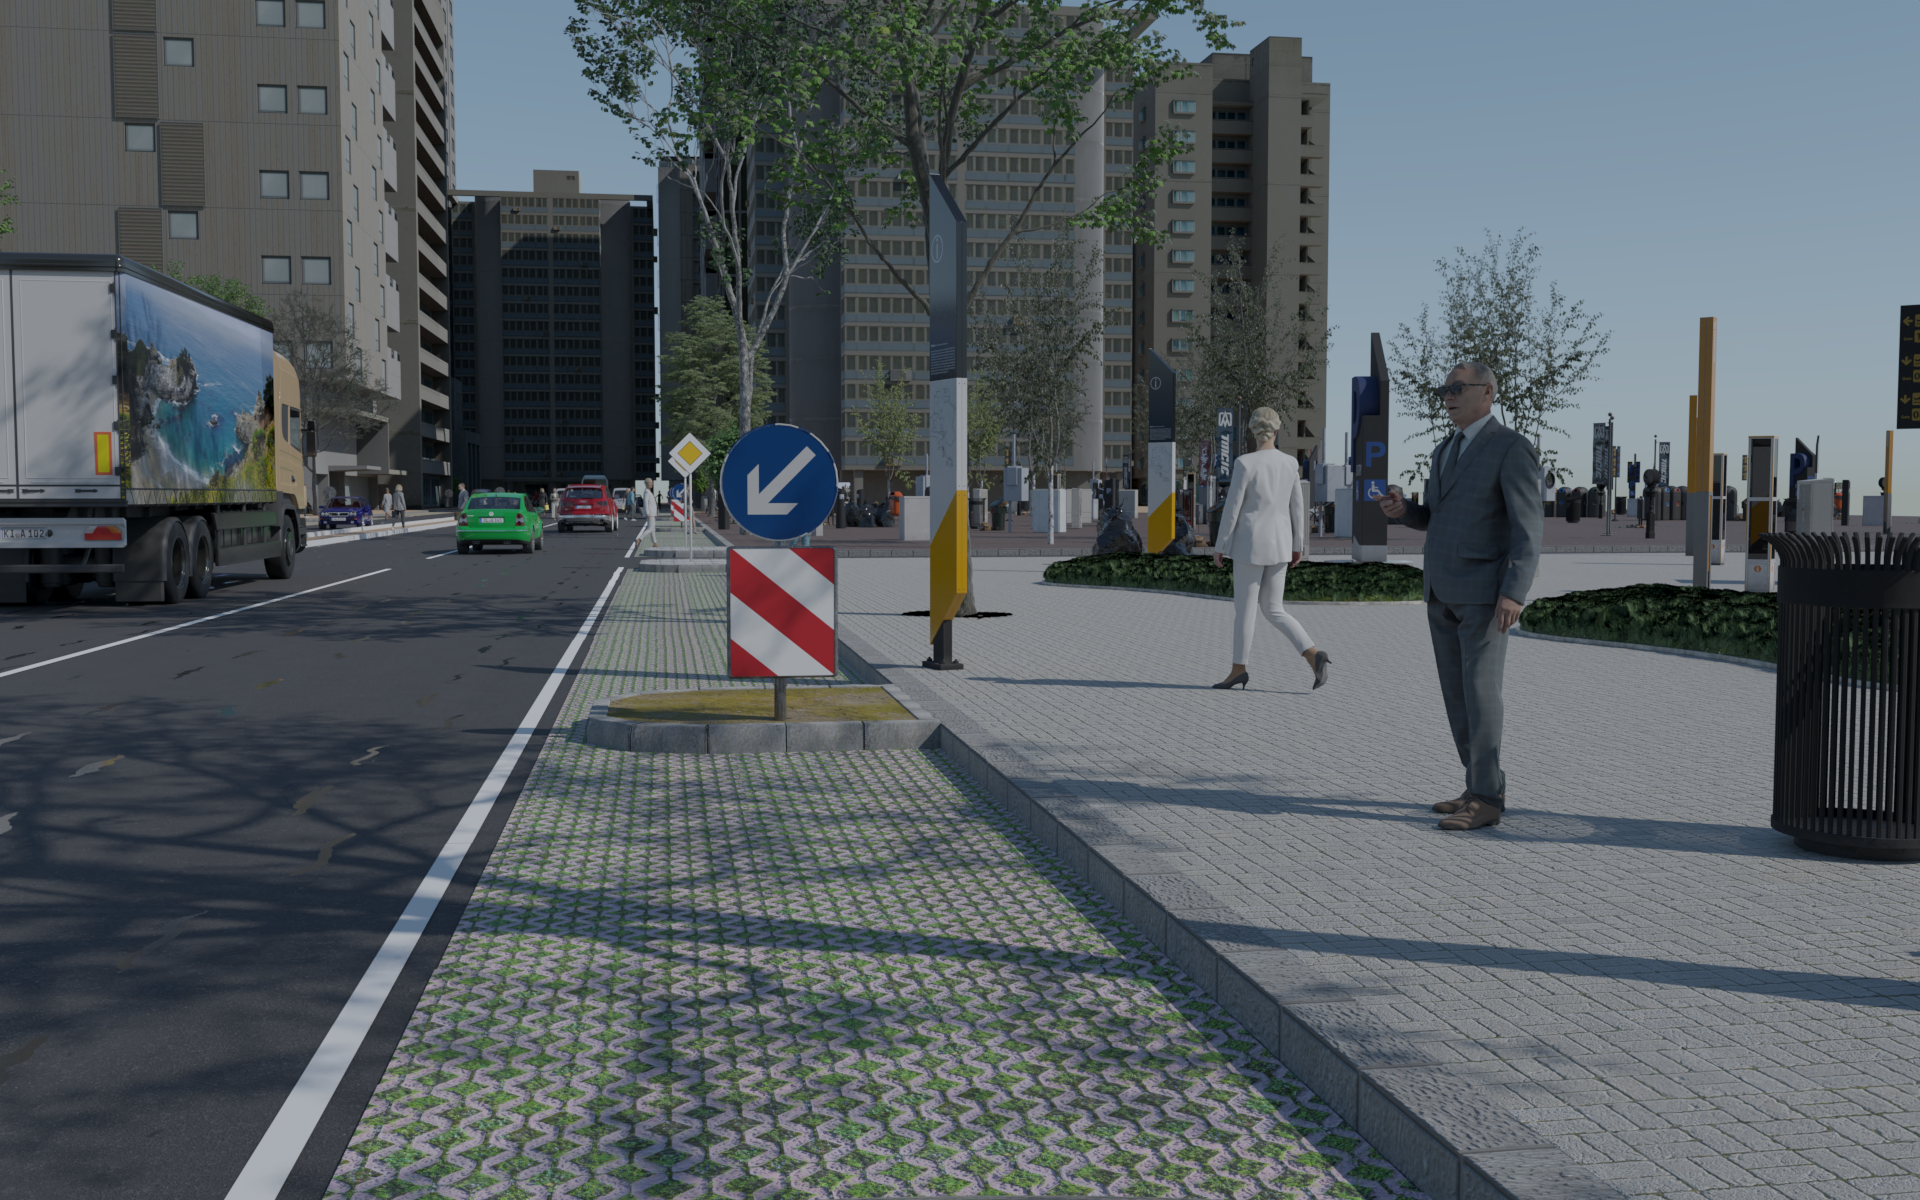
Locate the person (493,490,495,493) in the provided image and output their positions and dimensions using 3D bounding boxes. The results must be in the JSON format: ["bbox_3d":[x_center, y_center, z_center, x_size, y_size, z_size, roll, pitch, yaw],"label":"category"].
[{"bbox_3d":[-37.177,-7.910,138.357,1.217,1.766,0.721,-1,4,-20],"label":"person"}]

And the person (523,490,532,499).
[{"bbox_3d":[-37.841,-8.694,150.724,1.350,1.814,0.705,-3,4,-37],"label":"person"}]

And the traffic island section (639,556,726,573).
[{"bbox_3d":[-5.039,-0.639,32.729,2.009,0.180,2.903,-1,4,-10],"label":"traffic island section"}]

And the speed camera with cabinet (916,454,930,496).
[{"bbox_3d":[-1.295,-5.597,85.843,0.660,3.252,2.038,3,5,43],"label":"speed camera with cabinet"}]

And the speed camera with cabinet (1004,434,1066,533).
[{"bbox_3d":[2.476,-3.844,57.191,2.038,3.252,0.660,2,4,27],"label":"speed camera with cabinet"}]

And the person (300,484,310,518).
[{"bbox_3d":[-35.354,-5.327,92.985,0.661,1.843,0.795,3,5,40],"label":"person"}]

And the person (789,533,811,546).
[{"bbox_3d":[-2.703,-1.387,29.551,0.563,1.720,0.643,-1,4,-22],"label":"person"}]

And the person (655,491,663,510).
[{"bbox_3d":[-27.671,-9.177,159.065,1.217,1.766,0.721,3,4,38],"label":"person"}]

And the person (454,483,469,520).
[{"bbox_3d":[-17.364,-3.175,60.537,0.853,1.813,0.709,-3,5,-40],"label":"person"}]

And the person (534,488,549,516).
[{"bbox_3d":[-27.034,-6.272,111.269,0.699,1.804,1.509,-3,5,-43],"label":"person"}]

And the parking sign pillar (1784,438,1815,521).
[{"bbox_3d":[39.816,-5.714,81.902,1.447,3.967,1.447,-1,4,-10],"label":"parking sign pillar"}]

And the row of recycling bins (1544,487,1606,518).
[{"bbox_3d":[34.992,-5.605,98.756,3.534,1.692,1.069,0,4,-3],"label":"row of recycling bins"}]

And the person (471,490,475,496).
[{"bbox_3d":[-37.617,-7.656,134.234,0.990,1.755,0.434,2,4,33],"label":"person"}]

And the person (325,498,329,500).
[{"bbox_3d":[-32.994,-5.000,90.499,0.529,1.795,0.600,3,5,41],"label":"person"}]

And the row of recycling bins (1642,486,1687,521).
[{"bbox_3d":[34.506,-4.743,84.659,3.534,1.692,1.069,-3,4,-37],"label":"row of recycling bins"}]

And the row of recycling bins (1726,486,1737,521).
[{"bbox_3d":[37.508,-4.784,85.328,1.069,1.692,3.534,1,4,11],"label":"row of recycling bins"}]

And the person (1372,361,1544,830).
[{"bbox_3d":[1.948,-0.036,6.810,0.590,1.801,0.661,-2,4,-24],"label":"person"}]

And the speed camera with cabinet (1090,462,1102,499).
[{"bbox_3d":[8.043,-6.777,105.136,0.660,3.252,2.038,1,4,23],"label":"speed camera with cabinet"}]

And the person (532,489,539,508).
[{"bbox_3d":[-35.101,-8.263,143.545,0.705,1.831,1.348,1,4,9],"label":"person"}]

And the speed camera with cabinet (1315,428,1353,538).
[{"bbox_3d":[11.340,-3.492,51.422,0.660,3.252,2.038,-1,4,-22],"label":"speed camera with cabinet"}]

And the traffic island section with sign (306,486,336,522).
[{"bbox_3d":[-32.263,-4.890,88.580,1.989,1.847,2.006,-1,4,-10],"label":"traffic island section with sign"}]

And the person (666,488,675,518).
[{"bbox_3d":[-17.488,-5.877,104.760,0.590,1.801,0.661,-2,4,-30],"label":"person"}]

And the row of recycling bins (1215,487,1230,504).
[{"bbox_3d":[15.016,-5.362,94.784,1.069,1.692,3.534,-2,4,-33],"label":"row of recycling bins"}]

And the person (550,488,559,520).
[{"bbox_3d":[-22.334,-5.289,95.527,0.519,1.759,0.362,-2,4,-30],"label":"person"}]

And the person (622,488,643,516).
[{"bbox_3d":[-21.390,-6.401,113.366,1.509,1.804,0.699,1,4,16],"label":"person"}]

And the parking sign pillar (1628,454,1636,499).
[{"bbox_3d":[44.540,-7.721,114.713,1.447,3.967,1.447,1,4,21],"label":"parking sign pillar"}]

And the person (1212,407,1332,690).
[{"bbox_3d":[2.005,-0.322,11.184,0.818,1.842,0.514,3,5,42],"label":"person"}]

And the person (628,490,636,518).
[{"bbox_3d":[-19.625,-5.777,103.502,0.519,1.759,0.362,1,4,19],"label":"person"}]

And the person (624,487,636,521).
[{"bbox_3d":[-17.868,-5.212,93.734,0.620,1.820,0.660,-3,4,-38],"label":"person"}]

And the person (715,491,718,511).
[{"bbox_3d":[-14.665,-5.942,103.294,0.850,1.850,0.679,0,4,-5],"label":"person"}]

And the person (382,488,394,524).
[{"bbox_3d":[-27.774,-4.582,84.172,0.760,1.731,0.466,0,3,0],"label":"person"}]

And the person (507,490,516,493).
[{"bbox_3d":[-33.352,-7.294,128.561,0.742,1.727,0.445,-1,4,-14],"label":"person"}]

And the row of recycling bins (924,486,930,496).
[{"bbox_3d":[-1.140,-4.567,81.791,1.069,1.692,3.534,0,4,5],"label":"row of recycling bins"}]

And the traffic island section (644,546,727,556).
[{"bbox_3d":[-6.385,-1.120,40.600,2.009,0.180,2.903,-1,4,-10],"label":"traffic island section"}]

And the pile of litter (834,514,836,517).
[{"bbox_3d":[-6.639,-5.177,98.606,1.176,0.858,1.719,-1,4,-15],"label":"pile of litter"}]

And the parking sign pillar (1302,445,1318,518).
[{"bbox_3d":[19.261,-6.537,95.356,1.447,3.967,1.447,2,4,31],"label":"parking sign pillar"}]

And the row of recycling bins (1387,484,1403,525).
[{"bbox_3d":[18.218,-4.118,74.436,1.069,1.692,3.534,0,4,1],"label":"row of recycling bins"}]

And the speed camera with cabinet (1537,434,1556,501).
[{"bbox_3d":[18.722,-3.818,56.756,2.038,3.252,0.660,-3,5,-39],"label":"speed camera with cabinet"}]

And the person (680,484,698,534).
[{"bbox_3d":[-9.573,-3.207,61.280,0.599,1.781,0.374,2,4,30],"label":"person"}]

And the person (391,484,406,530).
[{"bbox_3d":[-21.605,-3.536,66.500,0.709,1.800,0.728,2,4,29],"label":"person"}]

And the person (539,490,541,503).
[{"bbox_3d":[-41.615,-9.979,171.665,0.705,1.824,1.348,1,4,10],"label":"person"}]

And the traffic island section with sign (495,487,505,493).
[{"bbox_3d":[-29.931,-6.381,112.471,2.006,1.907,1.989,-1,4,-10],"label":"traffic island section with sign"}]

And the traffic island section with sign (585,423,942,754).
[{"bbox_3d":[-1.239,-0.112,10.455,1.989,1.847,2.006,-1,4,-10],"label":"traffic island section with sign"}]

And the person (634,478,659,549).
[{"bbox_3d":[-8.051,-2.212,44.551,0.818,1.842,0.514,-2,4,-29],"label":"person"}]

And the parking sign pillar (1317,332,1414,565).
[{"bbox_3d":[6.716,-2.439,28.346,1.447,3.967,1.447,0,4,6],"label":"parking sign pillar"}]

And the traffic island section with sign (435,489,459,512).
[{"bbox_3d":[-40.705,-7.912,137.991,1.989,1.847,2.006,-1,4,-10],"label":"traffic island section with sign"}]

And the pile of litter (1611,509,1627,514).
[{"bbox_3d":[41.907,-5.908,110.558,1.719,0.858,1.176,-2,4,-27],"label":"pile of litter"}]

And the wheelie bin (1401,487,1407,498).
[{"bbox_3d":[19.927,-4.361,79.215,0.980,1.594,0.693,2,4,24],"label":"wheelie bin"}]

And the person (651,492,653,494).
[{"bbox_3d":[-21.833,-6.909,121.907,0.683,1.767,0.568,2,4,35],"label":"person"}]
